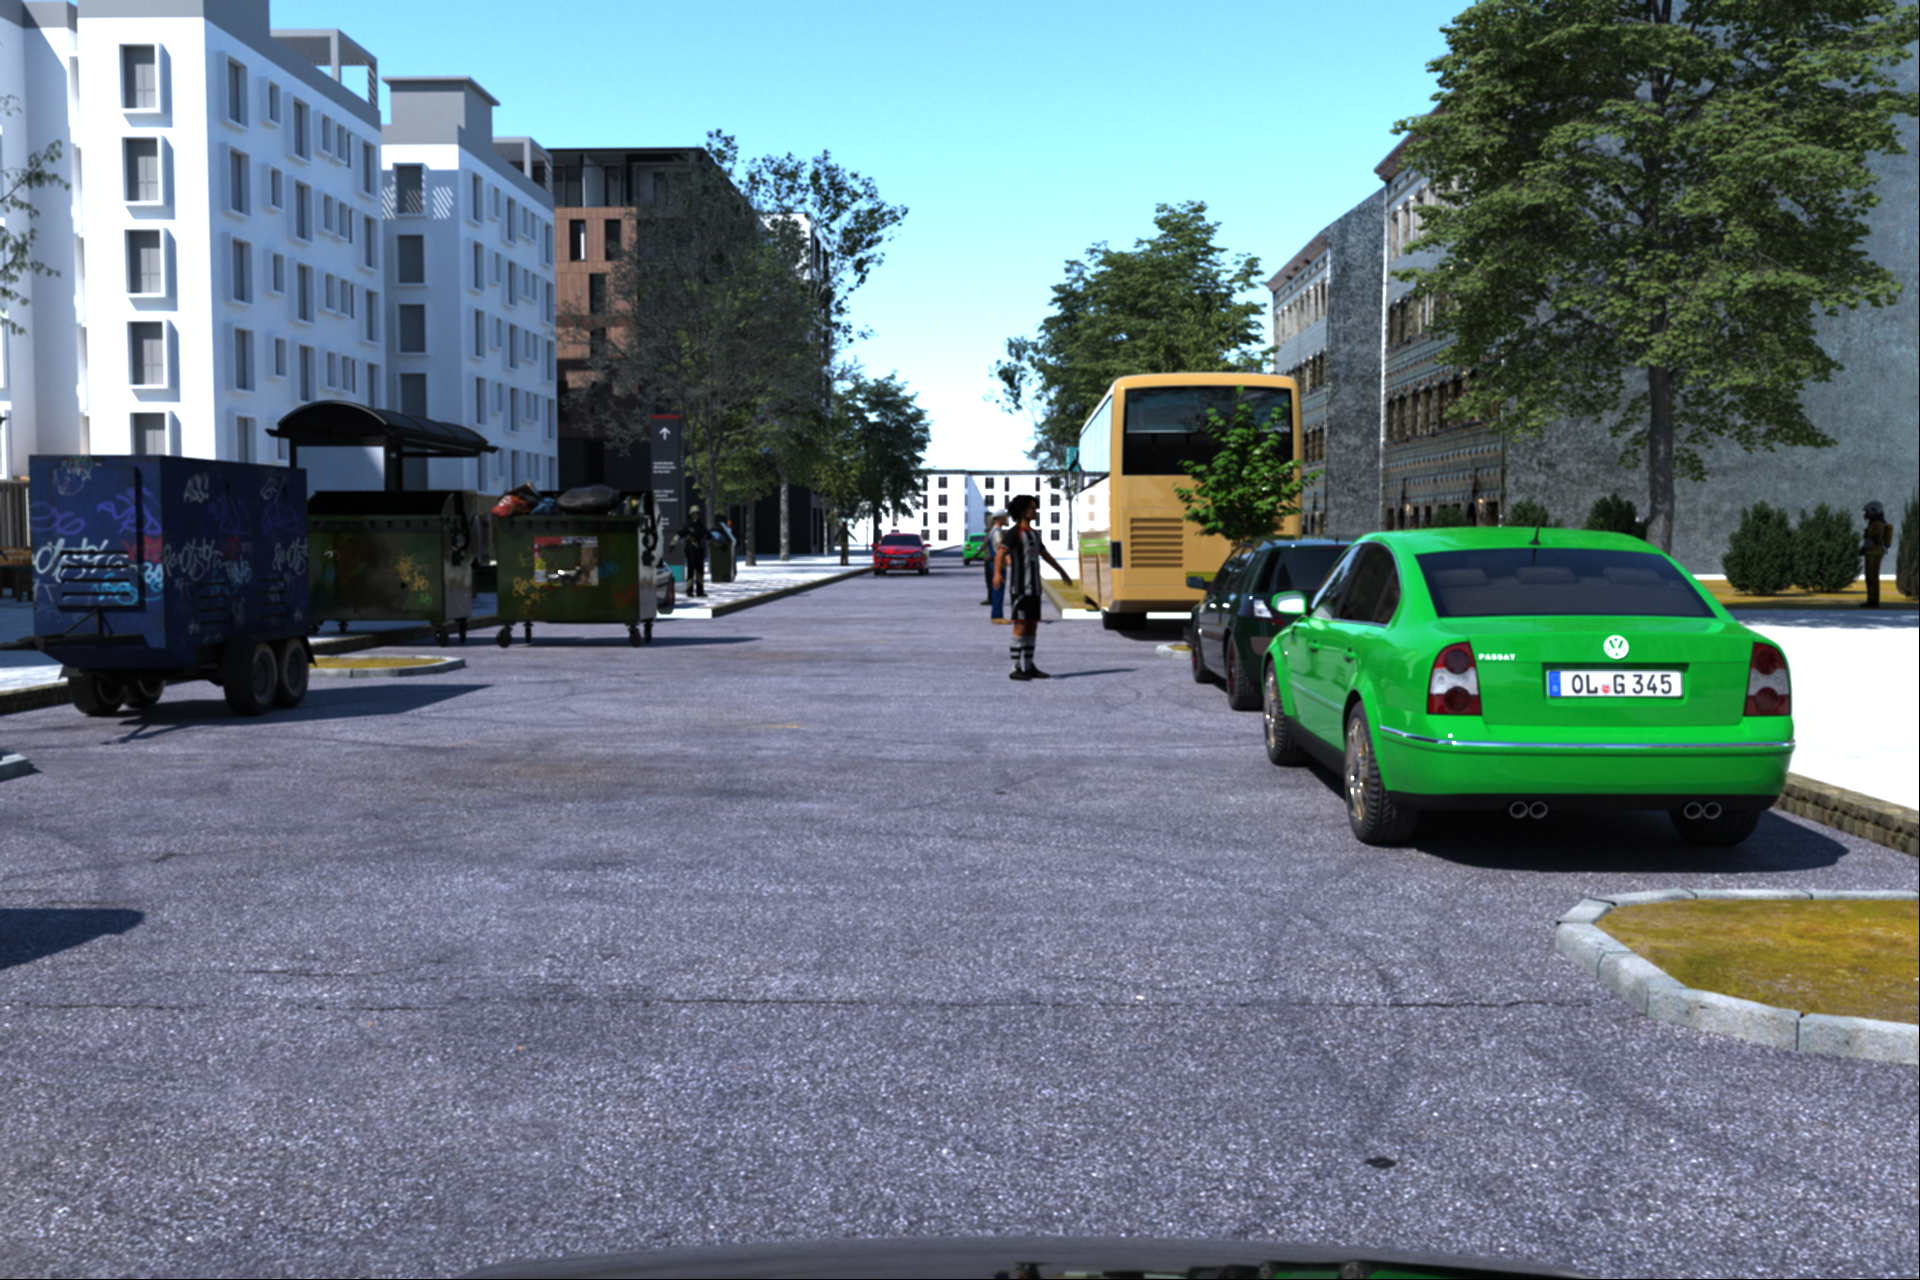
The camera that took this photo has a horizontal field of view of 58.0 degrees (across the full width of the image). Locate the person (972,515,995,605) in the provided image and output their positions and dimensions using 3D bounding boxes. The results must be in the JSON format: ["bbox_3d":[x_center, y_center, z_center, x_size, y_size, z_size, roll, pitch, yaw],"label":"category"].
[{"bbox_3d":[0.607,-1.618,35.045,0.705,1.813,1.348,1,4,23],"label":"person"}]

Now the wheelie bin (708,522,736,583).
[{"bbox_3d":[-6.275,-2.303,45.560,0.693,1.594,0.980,0,4,2],"label":"wheelie bin"}]

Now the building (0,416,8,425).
[{"bbox_3d":[-27.768,-12.486,20.794,14.369,24.946,33.146,0,4,2],"label":"building"}]

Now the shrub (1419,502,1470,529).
[{"bbox_3d":[11.562,-2.227,40.831,1.690,2.028,1.600,0,3,0],"label":"shrub"}]

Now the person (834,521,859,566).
[{"bbox_3d":[-4.606,-3.867,69.497,1.348,1.796,0.705,3,5,42],"label":"person"}]

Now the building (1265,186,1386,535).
[{"bbox_3d":[27.926,-16.190,95.627,19.493,23.208,18.063,0,4,1],"label":"building"}]

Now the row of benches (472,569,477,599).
[{"bbox_3d":[-11.701,-1.148,34.240,4.104,0.672,1.422,-1,4,-14],"label":"row of benches"}]

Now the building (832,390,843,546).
[{"bbox_3d":[-22.708,-21.679,185.373,19.493,23.208,18.063,0,4,2],"label":"building"}]

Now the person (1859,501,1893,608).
[{"bbox_3d":[15.912,-1.497,30.239,0.705,1.858,1.354,2,4,34],"label":"person"}]

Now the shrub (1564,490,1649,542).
[{"bbox_3d":[11.659,-1.653,31.061,1.661,2.075,1.752,0,3,0],"label":"shrub"}]

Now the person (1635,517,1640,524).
[{"bbox_3d":[19.297,-2.648,49.753,1.216,1.772,0.721,-3,4,-36],"label":"person"}]

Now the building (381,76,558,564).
[{"bbox_3d":[-25.174,-13.253,73.114,16.016,20.090,11.380,0,4,0],"label":"building"}]

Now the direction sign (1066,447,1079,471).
[{"bbox_3d":[4.159,-3.558,46.937,2.525,3.948,1.411,0,4,1],"label":"direction sign"}]

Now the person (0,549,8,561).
[{"bbox_3d":[-13.097,-0.969,22.598,1.215,1.744,0.721,-3,5,-43],"label":"person"}]

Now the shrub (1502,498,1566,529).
[{"bbox_3d":[11.660,-1.934,35.668,1.661,2.075,1.752,0,3,0],"label":"shrub"}]

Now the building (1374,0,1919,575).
[{"bbox_3d":[26.599,-14.175,62.683,19.493,23.208,18.063,0,4,2],"label":"building"}]

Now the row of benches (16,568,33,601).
[{"bbox_3d":[-15.983,-1.108,33.584,4.104,0.672,1.422,-1,4,-9],"label":"row of benches"}]

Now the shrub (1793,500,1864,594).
[{"bbox_3d":[18.709,-2.023,37.488,1.690,2.028,1.600,0,3,0],"label":"shrub"}]

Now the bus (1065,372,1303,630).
[{"bbox_3d":[3.404,-2.277,28.775,2.896,3.916,12.252,0,4,2],"label":"bus"}]

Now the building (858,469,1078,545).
[{"bbox_3d":[1.281,-17.116,224.446,28.070,9.664,9.099,1,4,11],"label":"building"}]

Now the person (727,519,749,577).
[{"bbox_3d":[-6.954,-2.785,52.256,1.216,1.740,0.721,0,4,7],"label":"person"}]

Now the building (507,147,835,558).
[{"bbox_3d":[-23.506,-16.177,108.463,27.936,21.610,32.646,0,4,2],"label":"building"}]

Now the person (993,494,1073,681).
[{"bbox_3d":[0.667,-0.518,17.078,0.704,1.843,1.345,2,4,35],"label":"person"}]

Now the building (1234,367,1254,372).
[{"bbox_3d":[26.848,-21.306,204.776,16.016,20.090,11.380,0,4,1],"label":"building"}]

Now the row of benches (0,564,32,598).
[{"bbox_3d":[-19.457,-1.246,35.831,1.422,0.672,4.104,0,4,6],"label":"row of benches"}]

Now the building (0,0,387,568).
[{"bbox_3d":[-27.976,-12.189,55.714,16.016,20.090,11.380,0,4,1],"label":"building"}]

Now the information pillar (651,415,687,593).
[{"bbox_3d":[-6.379,-2.969,37.915,0.750,3.857,0.750,0,4,1],"label":"information pillar"}]

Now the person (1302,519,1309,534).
[{"bbox_3d":[9.928,-2.723,50.740,0.704,1.802,1.346,-1,4,-22],"label":"person"}]

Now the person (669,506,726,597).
[{"bbox_3d":[-5.386,-1.806,35.313,1.354,1.856,0.705,-3,5,-43],"label":"person"}]

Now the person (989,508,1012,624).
[{"bbox_3d":[0.647,-1.181,27.617,0.705,1.847,1.347,0,4,-7],"label":"person"}]

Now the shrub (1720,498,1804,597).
[{"bbox_3d":[16.595,-1.919,35.802,1.690,2.028,1.600,0,3,0],"label":"shrub"}]
